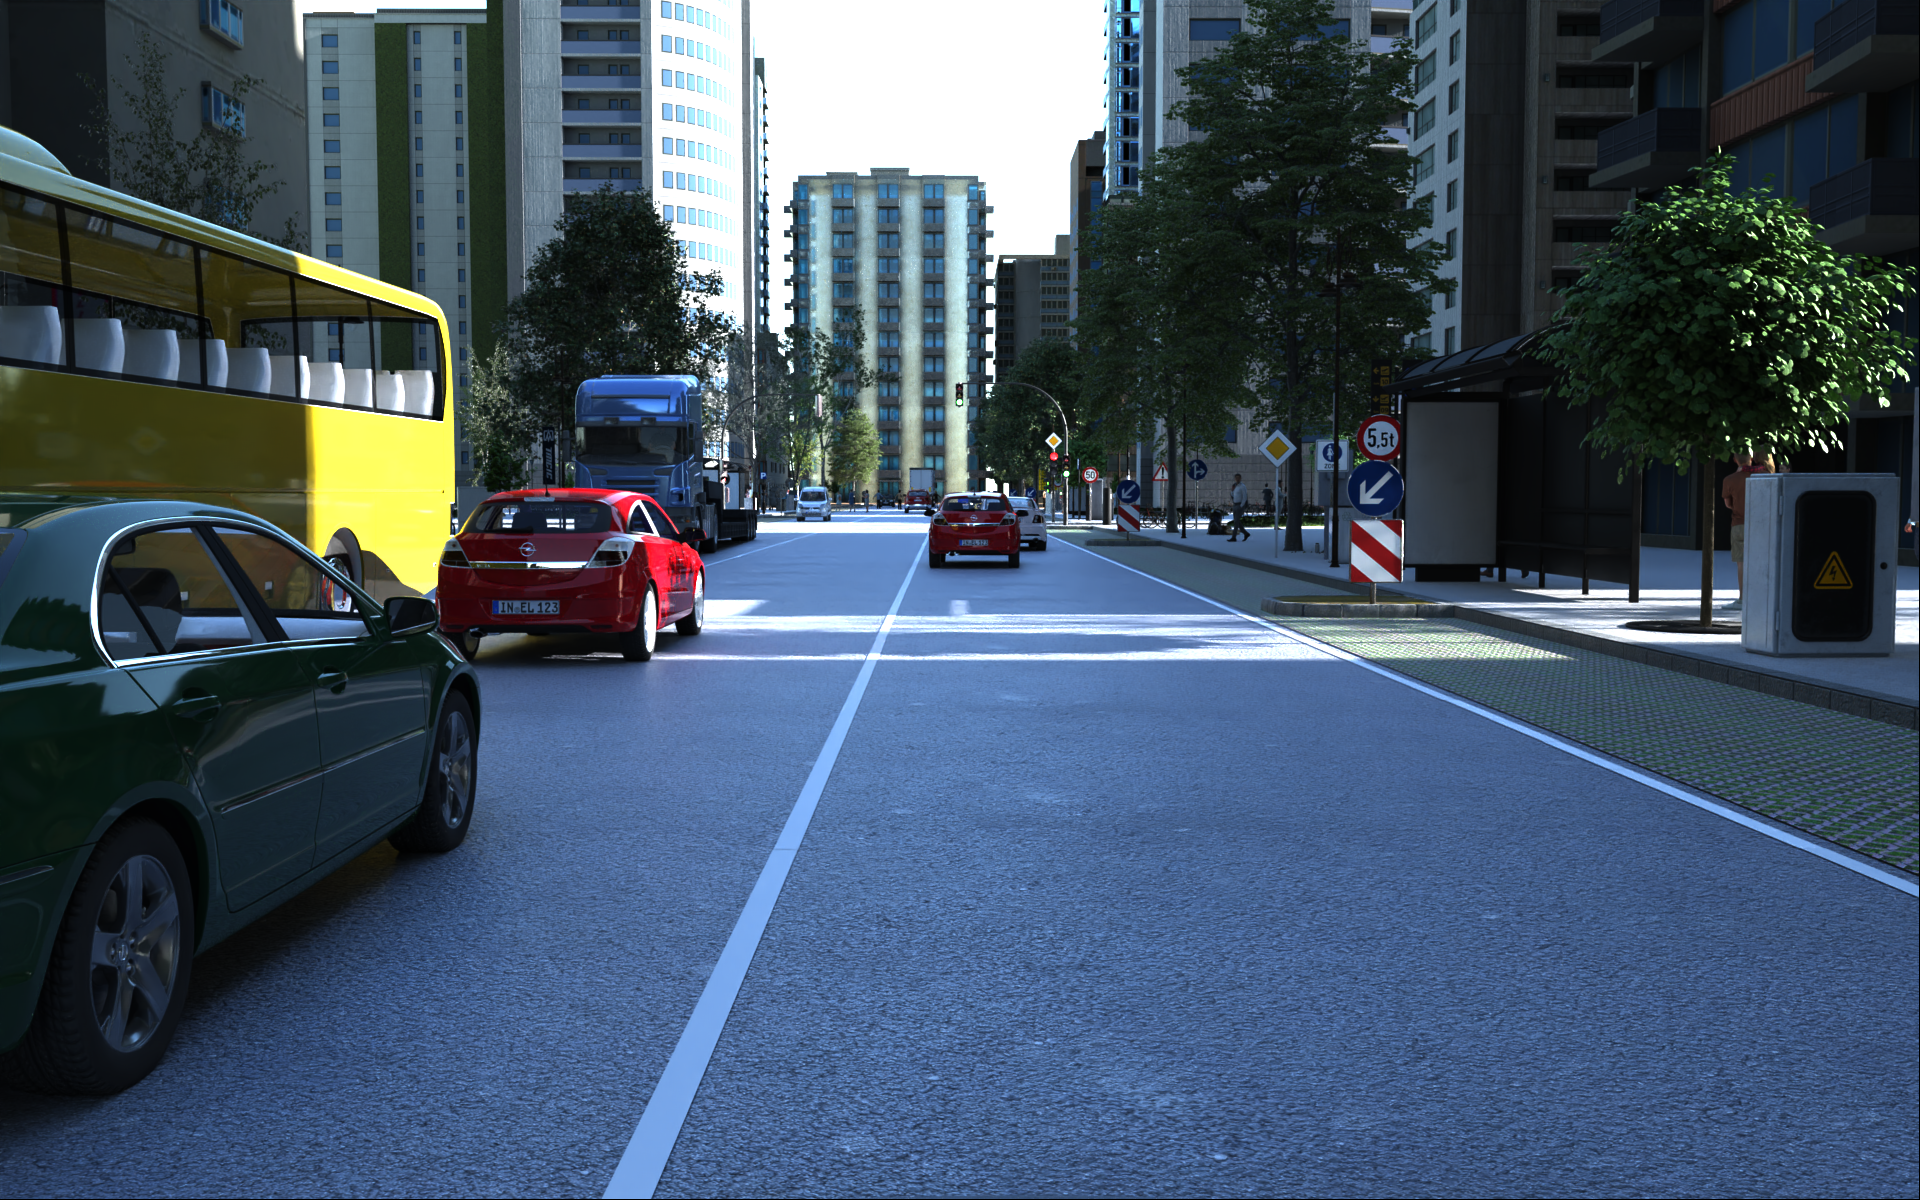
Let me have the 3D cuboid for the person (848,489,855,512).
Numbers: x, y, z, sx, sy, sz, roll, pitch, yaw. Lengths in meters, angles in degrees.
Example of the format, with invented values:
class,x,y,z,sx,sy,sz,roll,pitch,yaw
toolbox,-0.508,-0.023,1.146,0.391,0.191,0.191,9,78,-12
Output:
class,x,y,z,sx,sy,sz,roll,pitch,yaw
person,-8.559,-7.858,136.999,0.581,1.822,0.654,-3,4,-38

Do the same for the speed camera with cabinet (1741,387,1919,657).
class,x,y,z,sx,sy,sz,roll,pitch,yaw
speed camera with cabinet,7.380,-1.188,13.767,2.038,3.252,0.660,0,4,-2

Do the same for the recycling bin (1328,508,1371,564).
class,x,y,z,sx,sy,sz,roll,pitch,yaw
recycling bin,7.251,-1.192,32.049,0.722,1.027,0.722,0,4,0

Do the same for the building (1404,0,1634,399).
class,x,y,z,sx,sy,sz,roll,pitch,yaw
building,32.451,-19.614,92.396,14.107,30.474,14.160,0,4,0

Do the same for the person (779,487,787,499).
class,x,y,z,sx,sy,sz,roll,pitch,yaw
person,-13.596,-7.777,133.221,0.660,1.820,0.620,-1,4,-20

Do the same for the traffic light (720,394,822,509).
class,x,y,z,sx,sy,sz,roll,pitch,yaw
traffic light,-8.641,-6.358,78.614,4.771,5.953,1.251,0,4,0

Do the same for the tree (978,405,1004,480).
class,x,y,z,sx,sy,sz,roll,pitch,yaw
tree,5.672,-15.546,172.298,7.486,12.596,7.792,0,3,0

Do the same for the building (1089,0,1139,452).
class,x,y,z,sx,sy,sz,roll,pitch,yaw
building,24.432,-53.676,190.276,22.319,86.520,31.000,0,4,0

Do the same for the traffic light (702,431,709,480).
class,x,y,z,sx,sy,sz,roll,pitch,yaw
traffic light,-10.673,-4.994,70.579,0.839,4.253,0.868,0,4,0

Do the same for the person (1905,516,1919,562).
class,x,y,z,sx,sy,sz,roll,pitch,yaw
person,11.801,-0.923,21.042,0.836,1.842,0.656,-3,5,-43

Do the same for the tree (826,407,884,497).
class,x,y,z,sx,sy,sz,roll,pitch,yaw
tree,-13.574,-18.895,227.061,7.486,12.596,7.792,0,3,0

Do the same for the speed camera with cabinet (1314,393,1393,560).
class,x,y,z,sx,sy,sz,roll,pitch,yaw
speed camera with cabinet,8.024,-2.426,33.996,2.038,3.252,0.660,0,4,3

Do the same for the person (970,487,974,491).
class,x,y,z,sx,sy,sz,roll,pitch,yaw
person,0.667,-5.506,98.329,0.447,1.846,0.655,-1,4,-19

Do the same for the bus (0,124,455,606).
class,x,y,z,sx,sy,sz,roll,pitch,yaw
bus,-6.923,-1.306,12.896,2.896,3.916,12.252,0,4,1

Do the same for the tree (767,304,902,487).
class,x,y,z,sx,sy,sz,roll,pitch,yaw
tree,-12.330,-19.305,171.519,12.611,20.169,13.585,0,3,0

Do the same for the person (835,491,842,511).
class,x,y,z,sx,sy,sz,roll,pitch,yaw
person,-10.114,-8.264,144.622,0.512,1.701,0.522,-3,4,-38

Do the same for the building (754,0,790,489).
class,x,y,z,sx,sy,sz,roll,pitch,yaw
building,-41.046,-57.600,254.427,31.000,86.520,22.319,0,4,0

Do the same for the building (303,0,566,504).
class,x,y,z,sx,sy,sz,roll,pitch,yaw
building,-64.970,-40.850,209.900,28.212,58.520,21.231,0,4,0

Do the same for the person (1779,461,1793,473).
class,x,y,z,sx,sy,sz,roll,pitch,yaw
person,13.630,-1.379,28.620,0.581,1.822,0.654,2,4,31

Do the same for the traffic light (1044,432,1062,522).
class,x,y,z,sx,sy,sz,roll,pitch,yaw
traffic light,4.228,-5.490,78.690,0.839,4.253,0.868,0,4,0

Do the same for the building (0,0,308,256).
class,x,y,z,sx,sy,sz,roll,pitch,yaw
building,-34.257,-26.180,51.742,21.600,48.544,21.300,0,4,0

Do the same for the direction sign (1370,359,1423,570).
class,x,y,z,sx,sy,sz,roll,pitch,yaw
direction sign,7.337,-2.274,29.177,0.876,3.537,0.379,0,4,-3

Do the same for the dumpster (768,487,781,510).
class,x,y,z,sx,sy,sz,roll,pitch,yaw
dumpster,-14.293,-7.927,135.371,1.264,1.857,1.865,0,4,0

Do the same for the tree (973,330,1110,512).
class,x,y,z,sx,sy,sz,roll,pitch,yaw
tree,6.197,-12.509,121.528,9.611,12.733,9.660,0,3,0

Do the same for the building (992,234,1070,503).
class,x,y,z,sx,sy,sz,roll,pitch,yaw
building,17.068,-34.858,261.801,23.993,40.220,32.217,0,4,0

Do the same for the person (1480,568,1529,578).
class,x,y,z,sx,sy,sz,roll,pitch,yaw
person,8.269,-1.254,26.510,0.622,1.834,0.822,-2,4,-34

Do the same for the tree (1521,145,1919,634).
class,x,y,z,sx,sy,sz,roll,pitch,yaw
tree,7.063,-2.003,16.458,4.285,4.588,4.351,0,3,0

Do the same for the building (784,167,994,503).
class,x,y,z,sx,sy,sz,roll,pitch,yaw
building,-10.323,-38.949,256.430,30.456,49.044,23.786,0,4,0

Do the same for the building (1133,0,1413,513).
class,x,y,z,sx,sy,sz,roll,pitch,yaw
building,24.057,-36.010,130.759,21.231,58.520,28.212,0,4,0

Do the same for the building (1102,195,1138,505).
class,x,y,z,sx,sy,sz,roll,pitch,yaw
building,20.815,-24.327,169.448,14.160,30.474,14.107,0,4,0

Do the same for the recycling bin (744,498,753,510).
class,x,y,z,sx,sy,sz,roll,pitch,yaw
recycling bin,-14.190,-6.403,117.238,0.722,1.027,0.722,0,4,1

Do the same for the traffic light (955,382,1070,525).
class,x,y,z,sx,sy,sz,roll,pitch,yaw
traffic light,2.197,-5.864,70.549,4.771,5.953,1.251,0,4,0

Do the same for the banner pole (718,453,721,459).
class,x,y,z,sx,sy,sz,roll,pitch,yaw
banner pole,-14.645,-7.101,106.124,0.401,3.779,0.863,2,4,30

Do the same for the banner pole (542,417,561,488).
class,x,y,z,sx,sy,sz,roll,pitch,yaw
banner pole,-13.240,-4.061,56.408,0.863,3.779,0.401,1,4,18

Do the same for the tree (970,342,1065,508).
class,x,y,z,sx,sy,sz,roll,pitch,yaw
tree,6.194,-14.520,144.060,9.857,13.997,8.962,0,3,0

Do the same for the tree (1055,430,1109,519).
class,x,y,z,sx,sy,sz,roll,pitch,yaw
tree,6.166,-6.466,89.434,4.285,4.588,4.351,0,3,0

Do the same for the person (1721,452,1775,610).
class,x,y,z,sx,sy,sz,roll,pitch,yaw
person,8.804,-0.807,19.211,0.580,1.828,0.573,-3,4,-36

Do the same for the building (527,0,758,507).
class,x,y,z,sx,sy,sz,roll,pitch,yaw
building,-31.722,-38.231,167.084,21.231,58.520,28.212,0,4,0

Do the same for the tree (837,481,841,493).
class,x,y,z,sx,sy,sz,roll,pitch,yaw
tree,-15.140,-13.060,208.136,1.663,3.219,1.824,0,3,0

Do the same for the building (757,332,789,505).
class,x,y,z,sx,sy,sz,roll,pitch,yaw
building,-36.368,-22.207,208.131,28.899,21.520,27.650,0,4,0

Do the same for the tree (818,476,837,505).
class,x,y,z,sx,sy,sz,roll,pitch,yaw
tree,-14.107,-11.484,182.372,1.663,3.219,1.824,0,3,0

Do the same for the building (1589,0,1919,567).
class,x,y,z,sx,sy,sz,roll,pitch,yaw
building,26.364,-23.305,35.656,22.147,44.769,28.867,0,4,0

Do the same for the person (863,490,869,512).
class,x,y,z,sx,sy,sz,roll,pitch,yaw
person,-7.318,-7.710,134.922,0.532,1.782,0.716,1,4,8

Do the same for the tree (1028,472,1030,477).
class,x,y,z,sx,sy,sz,roll,pitch,yaw
tree,6.957,-14.392,185.675,4.737,8.622,4.395,0,3,0

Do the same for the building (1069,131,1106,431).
class,x,y,z,sx,sy,sz,roll,pitch,yaw
building,20.920,-34.493,214.067,14.600,45.320,14.200,0,4,0

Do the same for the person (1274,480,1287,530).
class,x,y,z,sx,sy,sz,roll,pitch,yaw
person,11.519,-3.426,62.232,0.466,1.800,0.511,0,4,-3
